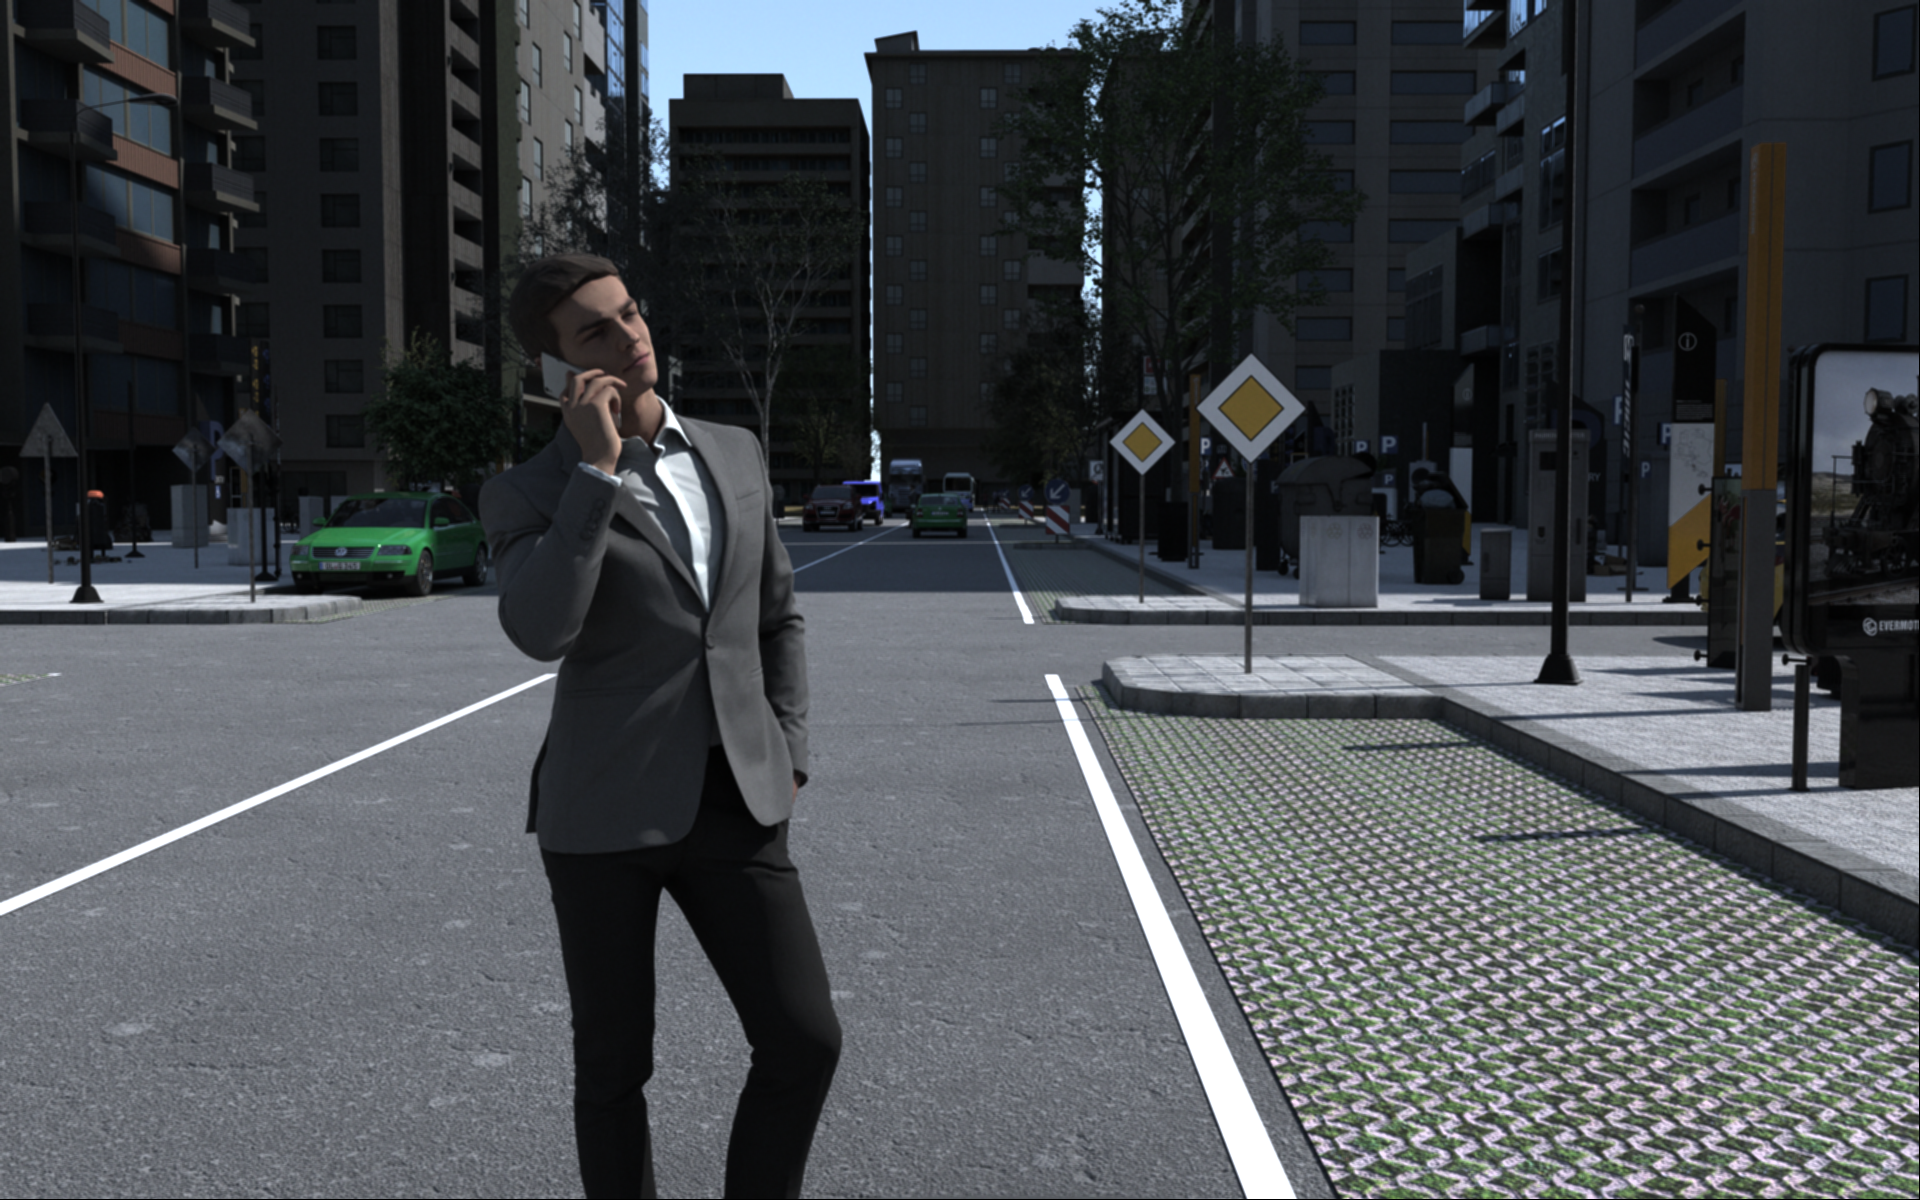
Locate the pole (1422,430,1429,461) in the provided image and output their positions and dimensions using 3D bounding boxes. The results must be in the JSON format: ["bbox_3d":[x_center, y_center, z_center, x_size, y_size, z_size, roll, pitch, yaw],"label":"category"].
[{"bbox_3d":[14.924,-3.778,55.617,0.158,3.312,0.155,0,3,0],"label":"pole"}]

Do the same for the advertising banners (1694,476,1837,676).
[{"bbox_3d":[6.129,-0.968,12.008,0.090,3.025,2.074,-3,4,-37],"label":"advertising banners"}]

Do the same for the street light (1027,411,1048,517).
[{"bbox_3d":[4.234,-7.515,95.406,1.470,5.913,1.316,0,4,1],"label":"street light"}]

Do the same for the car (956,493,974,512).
[{"bbox_3d":[0.156,-7.786,136.891,1.945,1.707,3.694,0,4,-1],"label":"car"}]

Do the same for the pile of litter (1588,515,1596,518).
[{"bbox_3d":[13.059,-1.391,36.701,1.176,0.858,1.719,1,4,19],"label":"pile of litter"}]

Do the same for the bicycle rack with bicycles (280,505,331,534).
[{"bbox_3d":[-21.507,-2.652,56.736,2.925,0.926,2.852,-3,5,-39],"label":"bicycle rack with bicycles"}]

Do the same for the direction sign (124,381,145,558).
[{"bbox_3d":[-16.758,-2.634,35.065,0.379,3.537,0.876,-1,4,-22],"label":"direction sign"}]

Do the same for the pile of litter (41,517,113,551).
[{"bbox_3d":[-20.171,-1.567,39.587,1.176,0.858,1.719,3,5,40],"label":"pile of litter"}]

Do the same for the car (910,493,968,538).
[{"bbox_3d":[-0.690,-2.990,57.681,1.959,1.807,4.718,0,4,-1],"label":"car"}]

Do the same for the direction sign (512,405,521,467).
[{"bbox_3d":[-11.131,-3.155,43.589,0.379,3.537,0.876,0,4,-4],"label":"direction sign"}]

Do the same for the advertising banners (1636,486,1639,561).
[{"bbox_3d":[13.076,-2.261,33.153,0.090,3.025,2.074,2,4,34],"label":"advertising banners"}]

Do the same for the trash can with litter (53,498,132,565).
[{"bbox_3d":[-16.324,-1.293,32.198,1.678,1.210,2.233,0,4,-4],"label":"trash can with litter"}]

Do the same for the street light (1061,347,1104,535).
[{"bbox_3d":[3.888,-5.032,54.820,1.470,5.913,1.316,0,4,1],"label":"street light"}]

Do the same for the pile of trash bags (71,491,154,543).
[{"bbox_3d":[-22.215,-2.165,45.143,1.912,1.369,3.447,-1,4,-16],"label":"pile of trash bags"}]

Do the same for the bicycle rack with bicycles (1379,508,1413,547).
[{"bbox_3d":[10.901,-1.815,43.052,2.925,0.926,2.852,1,4,14],"label":"bicycle rack with bicycles"}]

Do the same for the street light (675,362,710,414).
[{"bbox_3d":[-9.425,-5.407,60.943,1.470,5.913,1.316,0,4,1],"label":"street light"}]

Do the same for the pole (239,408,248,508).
[{"bbox_3d":[-17.018,-2.898,41.224,0.158,3.312,0.155,0,3,0],"label":"pole"}]

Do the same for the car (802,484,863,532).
[{"bbox_3d":[-4.896,-3.577,67.161,2.281,1.827,5.304,0,4,1],"label":"car"}]

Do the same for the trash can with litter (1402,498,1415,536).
[{"bbox_3d":[14.100,-2.564,53.311,0.624,1.170,1.055,-1,4,-23],"label":"trash can with litter"}]

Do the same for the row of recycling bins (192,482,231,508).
[{"bbox_3d":[-24.118,-2.981,55.848,1.069,1.692,3.534,-1,4,-11],"label":"row of recycling bins"}]

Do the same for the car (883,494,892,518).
[{"bbox_3d":[-5.120,-5.954,106.146,1.959,1.807,4.718,0,4,0],"label":"car"}]

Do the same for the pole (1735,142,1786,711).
[{"bbox_3d":[4.716,-1.001,10.205,0.158,3.312,0.155,0,3,0],"label":"pole"}]

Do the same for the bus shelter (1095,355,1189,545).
[{"bbox_3d":[4.918,-4.291,47.797,2.179,5.291,8.768,0,4,1],"label":"bus shelter"}]

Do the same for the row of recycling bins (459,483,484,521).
[{"bbox_3d":[-17.455,-3.537,64.940,1.069,1.692,3.534,2,4,25],"label":"row of recycling bins"}]

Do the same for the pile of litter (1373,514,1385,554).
[{"bbox_3d":[8.679,-1.448,37.632,1.176,0.858,1.719,1,4,22],"label":"pile of litter"}]

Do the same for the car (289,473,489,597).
[{"bbox_3d":[-8.268,-1.014,25.383,1.959,1.807,4.718,0,3,0],"label":"car"}]

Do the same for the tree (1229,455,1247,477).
[{"bbox_3d":[12.384,-4.981,76.047,1.663,3.219,1.824,0,3,0],"label":"tree"}]

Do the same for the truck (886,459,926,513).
[{"bbox_3d":[-3.959,-9.000,136.906,2.967,4.110,18.799,0,4,1],"label":"truck"}]

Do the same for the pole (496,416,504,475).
[{"bbox_3d":[-11.580,-3.045,43.633,0.158,3.312,0.155,0,3,0],"label":"pole"}]

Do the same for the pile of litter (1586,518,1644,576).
[{"bbox_3d":[10.104,-0.828,27.502,1.719,0.858,1.176,-1,4,-8],"label":"pile of litter"}]

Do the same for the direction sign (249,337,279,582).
[{"bbox_3d":[-10.248,-2.045,25.428,0.379,3.537,0.876,0,4,-6],"label":"direction sign"}]

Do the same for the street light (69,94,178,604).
[{"bbox_3d":[-9.773,-2.919,20.260,1.470,5.913,1.316,0,4,1],"label":"street light"}]

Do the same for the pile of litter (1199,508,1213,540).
[{"bbox_3d":[7.266,-2.127,48.740,1.719,0.858,1.176,-2,4,-32],"label":"pile of litter"}]

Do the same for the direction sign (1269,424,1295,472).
[{"bbox_3d":[10.468,-3.938,56.380,0.876,3.537,0.379,3,4,37],"label":"direction sign"}]

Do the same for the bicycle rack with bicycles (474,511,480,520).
[{"bbox_3d":[-13.633,-2.419,52.940,2.925,0.926,2.852,0,4,-7],"label":"bicycle rack with bicycles"}]

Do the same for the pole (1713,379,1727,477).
[{"bbox_3d":[13.460,-2.255,30.718,0.158,3.312,0.155,0,3,0],"label":"pole"}]

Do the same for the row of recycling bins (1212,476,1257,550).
[{"bbox_3d":[6.584,-2.099,41.432,1.069,1.692,3.534,1,4,14],"label":"row of recycling bins"}]

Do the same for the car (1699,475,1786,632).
[{"bbox_3d":[9.279,-0.390,16.605,3.980,1.641,2.015,0,4,2],"label":"car"}]

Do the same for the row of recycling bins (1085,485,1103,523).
[{"bbox_3d":[7.306,-4.274,76.992,3.534,1.692,1.069,-1,4,-15],"label":"row of recycling bins"}]

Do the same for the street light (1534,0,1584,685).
[{"bbox_3d":[3.533,-2.390,11.617,1.470,5.913,1.316,0,4,1],"label":"street light"}]

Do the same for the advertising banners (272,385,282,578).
[{"bbox_3d":[-10.771,-1.904,27.315,0.090,3.025,2.074,-1,4,-20],"label":"advertising banners"}]

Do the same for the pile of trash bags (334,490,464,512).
[{"bbox_3d":[-13.567,-1.961,41.822,3.447,1.369,1.912,1,4,14],"label":"pile of trash bags"}]

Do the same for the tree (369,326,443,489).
[{"bbox_3d":[-24.264,-7.725,76.671,4.737,8.622,4.395,0,3,0],"label":"tree"}]

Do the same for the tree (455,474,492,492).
[{"bbox_3d":[-20.330,-4.690,71.278,1.663,3.219,1.824,0,3,0],"label":"tree"}]

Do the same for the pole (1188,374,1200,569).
[{"bbox_3d":[4.010,-2.190,29.658,0.158,3.312,0.155,0,3,0],"label":"pole"}]

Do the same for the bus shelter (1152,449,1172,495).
[{"bbox_3d":[7.434,-4.652,67.347,1.731,3.624,6.357,0,4,0],"label":"bus shelter"}]

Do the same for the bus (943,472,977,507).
[{"bbox_3d":[-0.032,-10.028,158.810,2.948,3.499,13.247,0,4,1],"label":"bus"}]

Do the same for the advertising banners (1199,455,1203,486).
[{"bbox_3d":[7.474,-3.652,55.898,0.090,3.025,2.074,2,4,31],"label":"advertising banners"}]
